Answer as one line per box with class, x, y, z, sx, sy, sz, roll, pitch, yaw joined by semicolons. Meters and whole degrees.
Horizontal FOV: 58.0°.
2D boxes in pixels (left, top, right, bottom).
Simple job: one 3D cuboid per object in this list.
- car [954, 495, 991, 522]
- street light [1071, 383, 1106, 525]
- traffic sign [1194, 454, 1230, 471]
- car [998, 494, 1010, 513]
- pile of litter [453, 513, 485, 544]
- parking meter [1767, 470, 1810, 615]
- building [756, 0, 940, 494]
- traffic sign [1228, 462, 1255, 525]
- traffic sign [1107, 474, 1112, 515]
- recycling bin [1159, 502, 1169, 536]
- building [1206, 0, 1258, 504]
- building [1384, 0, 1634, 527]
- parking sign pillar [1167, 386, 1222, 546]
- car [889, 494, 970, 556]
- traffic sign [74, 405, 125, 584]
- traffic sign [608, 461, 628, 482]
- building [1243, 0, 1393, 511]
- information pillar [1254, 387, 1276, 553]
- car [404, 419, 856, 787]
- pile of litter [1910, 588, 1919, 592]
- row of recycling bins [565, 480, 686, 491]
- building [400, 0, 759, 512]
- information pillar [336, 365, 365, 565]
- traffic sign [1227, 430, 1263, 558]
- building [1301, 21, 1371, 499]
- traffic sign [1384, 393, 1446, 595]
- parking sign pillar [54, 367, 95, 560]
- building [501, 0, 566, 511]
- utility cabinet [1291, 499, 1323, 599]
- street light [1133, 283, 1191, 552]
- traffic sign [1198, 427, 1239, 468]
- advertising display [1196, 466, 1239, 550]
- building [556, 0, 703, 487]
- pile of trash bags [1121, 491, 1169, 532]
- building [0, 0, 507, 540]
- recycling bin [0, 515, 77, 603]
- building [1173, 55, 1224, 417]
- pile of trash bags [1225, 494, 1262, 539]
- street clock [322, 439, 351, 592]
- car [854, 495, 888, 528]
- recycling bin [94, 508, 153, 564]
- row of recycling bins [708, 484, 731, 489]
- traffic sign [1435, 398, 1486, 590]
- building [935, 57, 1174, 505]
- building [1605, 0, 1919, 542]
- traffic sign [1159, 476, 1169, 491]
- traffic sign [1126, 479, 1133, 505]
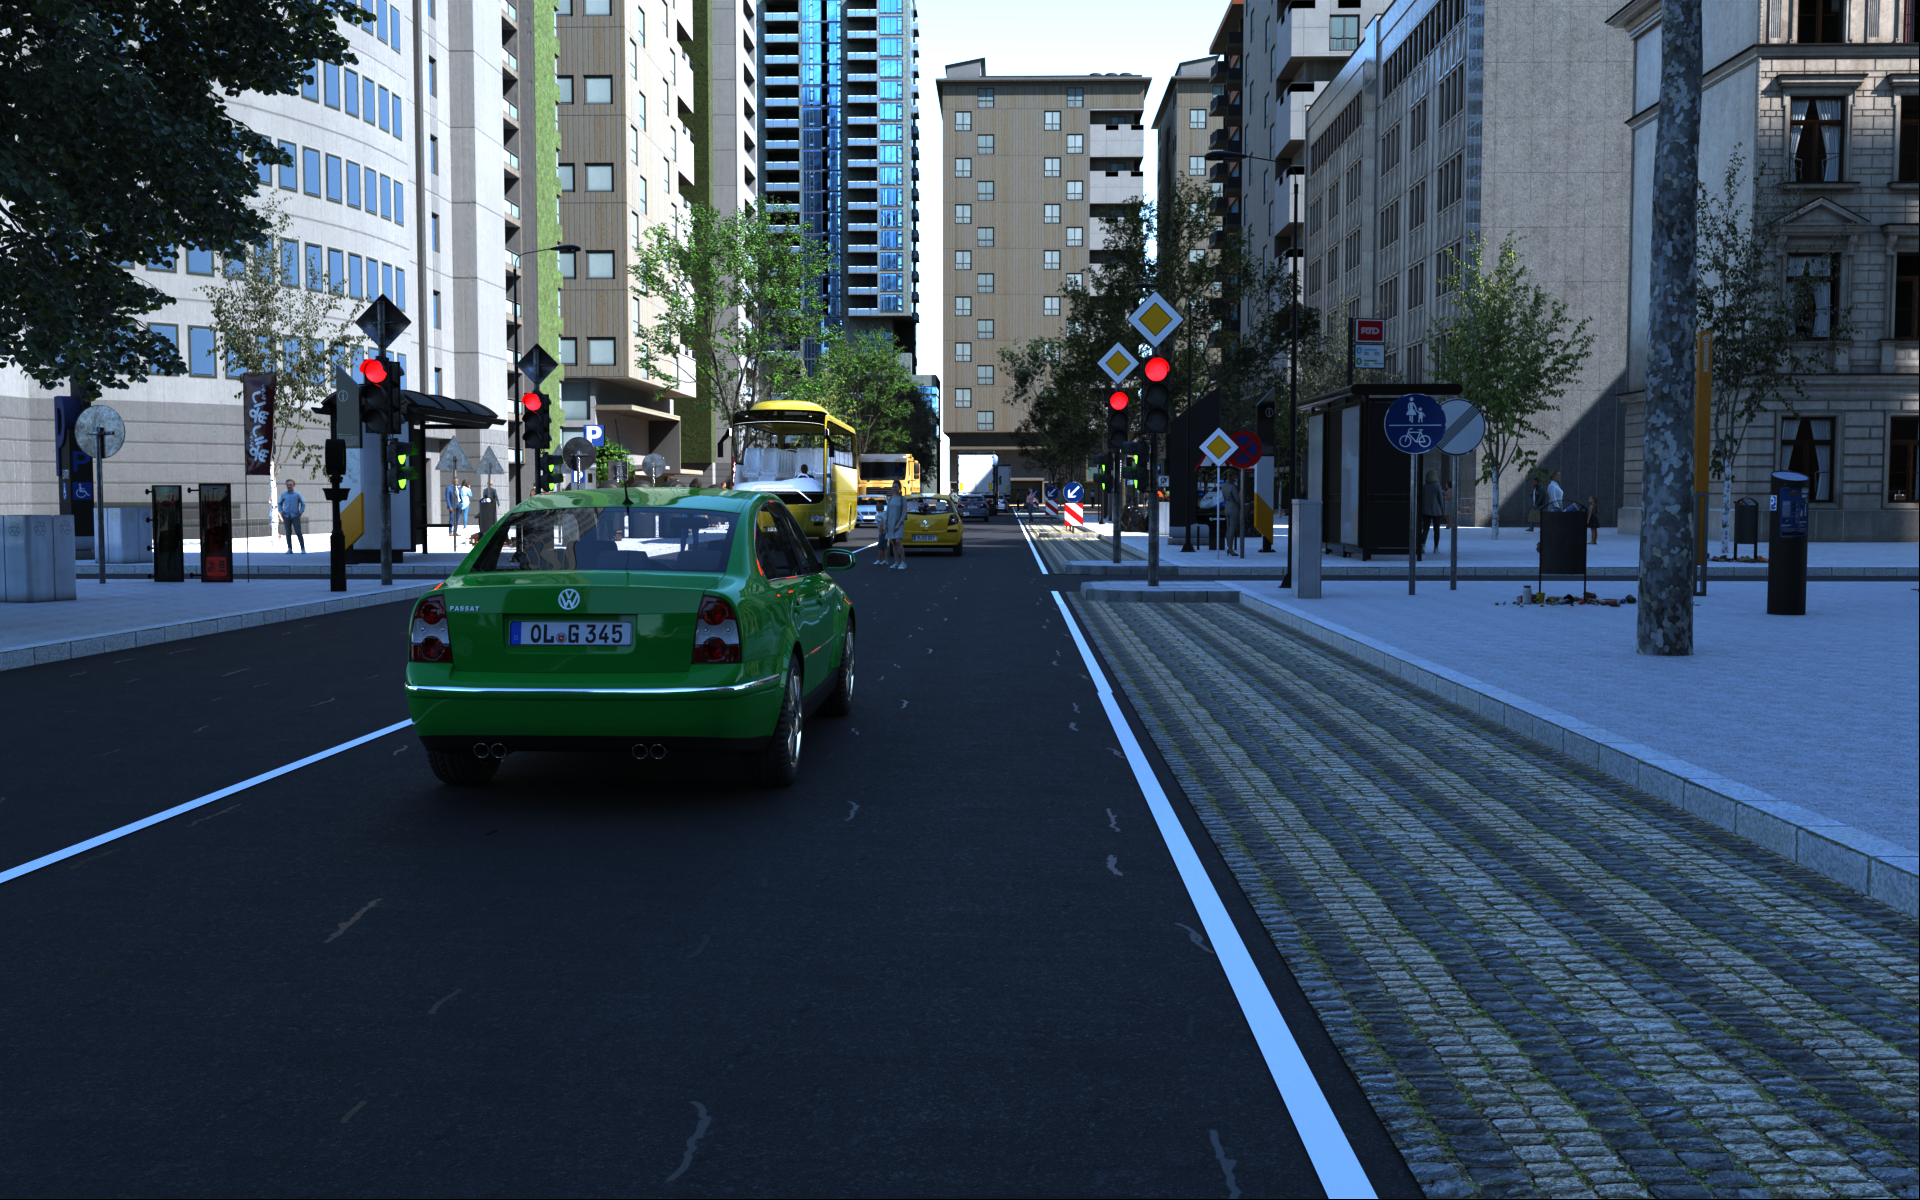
car;0.631;-4.799;90.462;2.014;1.417;4.499;0;4;1
street light;5.443;-6.134;72.829;1.470;5.913;1.316;0;4;2
traffic sign;5.890;-2.466;40.323;0.884;2.594;0.081;0;4;7
car;2.768;-7.302;131.382;2.014;1.417;4.499;0;4;3
pile of litter;-12.148;-1.873;44.581;1.719;0.858;1.176;1;4;16
parking meter;8.827;-0.614;18.458;0.372;1.533;0.369;0;3;0
building;-18.083;-55.160;214.537;31.000;86.520;22.319;0;4;2
traffic sign;6.619;-2.490;40.711;0.884;2.594;0.081;0;4;4
traffic sign;8.885;-6.379;104.395;0.768;2.556;0.104;0;4;6
recycling bin;6.501;-2.528;53.886;0.722;1.027;0.722;1;4;23
building;33.637;-30.489;153.121;22.147;44.769;28.867;0;4;2
building;26.168;-15.774;75.934;12.078;24.808;19.932;0;4;2
parking sign pillar;5.970;-3.378;43.697;1.447;3.967;1.447;2;4;26
car;-0.780;-1.908;41.412;2.015;1.641;3.980;0;4;1
traffic sign;-12.301;-1.509;24.770;0.768;2.556;0.104;0;4;6
traffic sign;-10.506;-3.124;53.203;0.606;2.300;0.079;0;4;3
building;35.503;-32.749;124.689;28.713;52.752;27.495;0;4;2
information pillar;6.688;-2.853;37.995;0.504;3.616;0.183;-2;4;-28
car;-1.634;-0.066;9.881;1.959;1.807;4.718;0;4;2
pile of litter;13.113;-0.515;22.390;1.176;0.858;1.719;0;4;4
row of recycling bins;-9.675;-2.645;50.353;3.534;1.692;1.069;-1;4;-16
building;-33.180;-37.728;158.845;28.212;58.520;21.231;0;4;2
information pillar;-11.085;-2.453;31.465;0.504;3.616;0.183;1;4;16
traffic sign;5.632;-2.103;34.482;0.768;2.556;0.104;1;4;10
building;26.705;-16.993;95.857;12.078;24.808;19.932;0;4;2
traffic sign;5.754;-1.337;21.970;0.768;2.556;0.104;0;4;7
parking sign pillar;-17.484;-2.798;34.217;1.447;3.967;1.447;-3;4;-36
building;-29.150;-24.772;88.622;14.154;41.232;14.086;0;4;2
utility cabinet;4.355;-0.646;21.731;0.306;1.237;1.020;0;4;6
street light;4.516;-4.019;38.245;1.470;5.913;1.316;0;4;2
traffic sign;5.088;-2.094;33.970;0.795;2.593;0.064;0;4;7
advertising display;5.888;-2.105;39.626;0.974;1.923;0.123;1;4;11
building;-33.877;-32.532;121.139;28.713;52.752;27.495;0;4;2
pile of trash bags;6.443;-2.983;58.529;1.912;1.369;3.447;0;4;-3
building;-30.231;-31.622;59.019;21.231;58.520;28.212;0;4;2
recycling bin;-11.170;-0.504;20.802;0.722;1.027;0.722;1;4;18
building;38.714;-38.389;216.894;27.495;52.752;28.713;0;4;2
pile of trash bags;8.055;-2.548;51.409;1.912;1.369;3.447;0;4;5
street clock;-8.206;-1.116;22.815;0.358;2.002;0.471;-1;4;-15
car;-3.798;-3.831;74.642;2.014;1.417;4.499;0;4;1
recycling bin;-15.566;-1.203;32.230;0.722;1.027;0.722;1;4;19
row of recycling bins;-10.651;-4.006;72.613;3.534;1.692;1.069;0;4;2
traffic sign;6.606;-1.407;23.115;0.768;2.556;0.104;0;4;2
building;11.242;-38.463;218.100;27.495;52.752;28.713;0;4;2
building;29.987;-11.334;49.931;19.286;19.102;10.561;0;4;2
traffic sign;11.439;-5.824;97.350;0.606;2.300;0.079;0;4;2
traffic sign;7.759;-4.789;80.438;0.606;2.300;0.079;1;4;8
